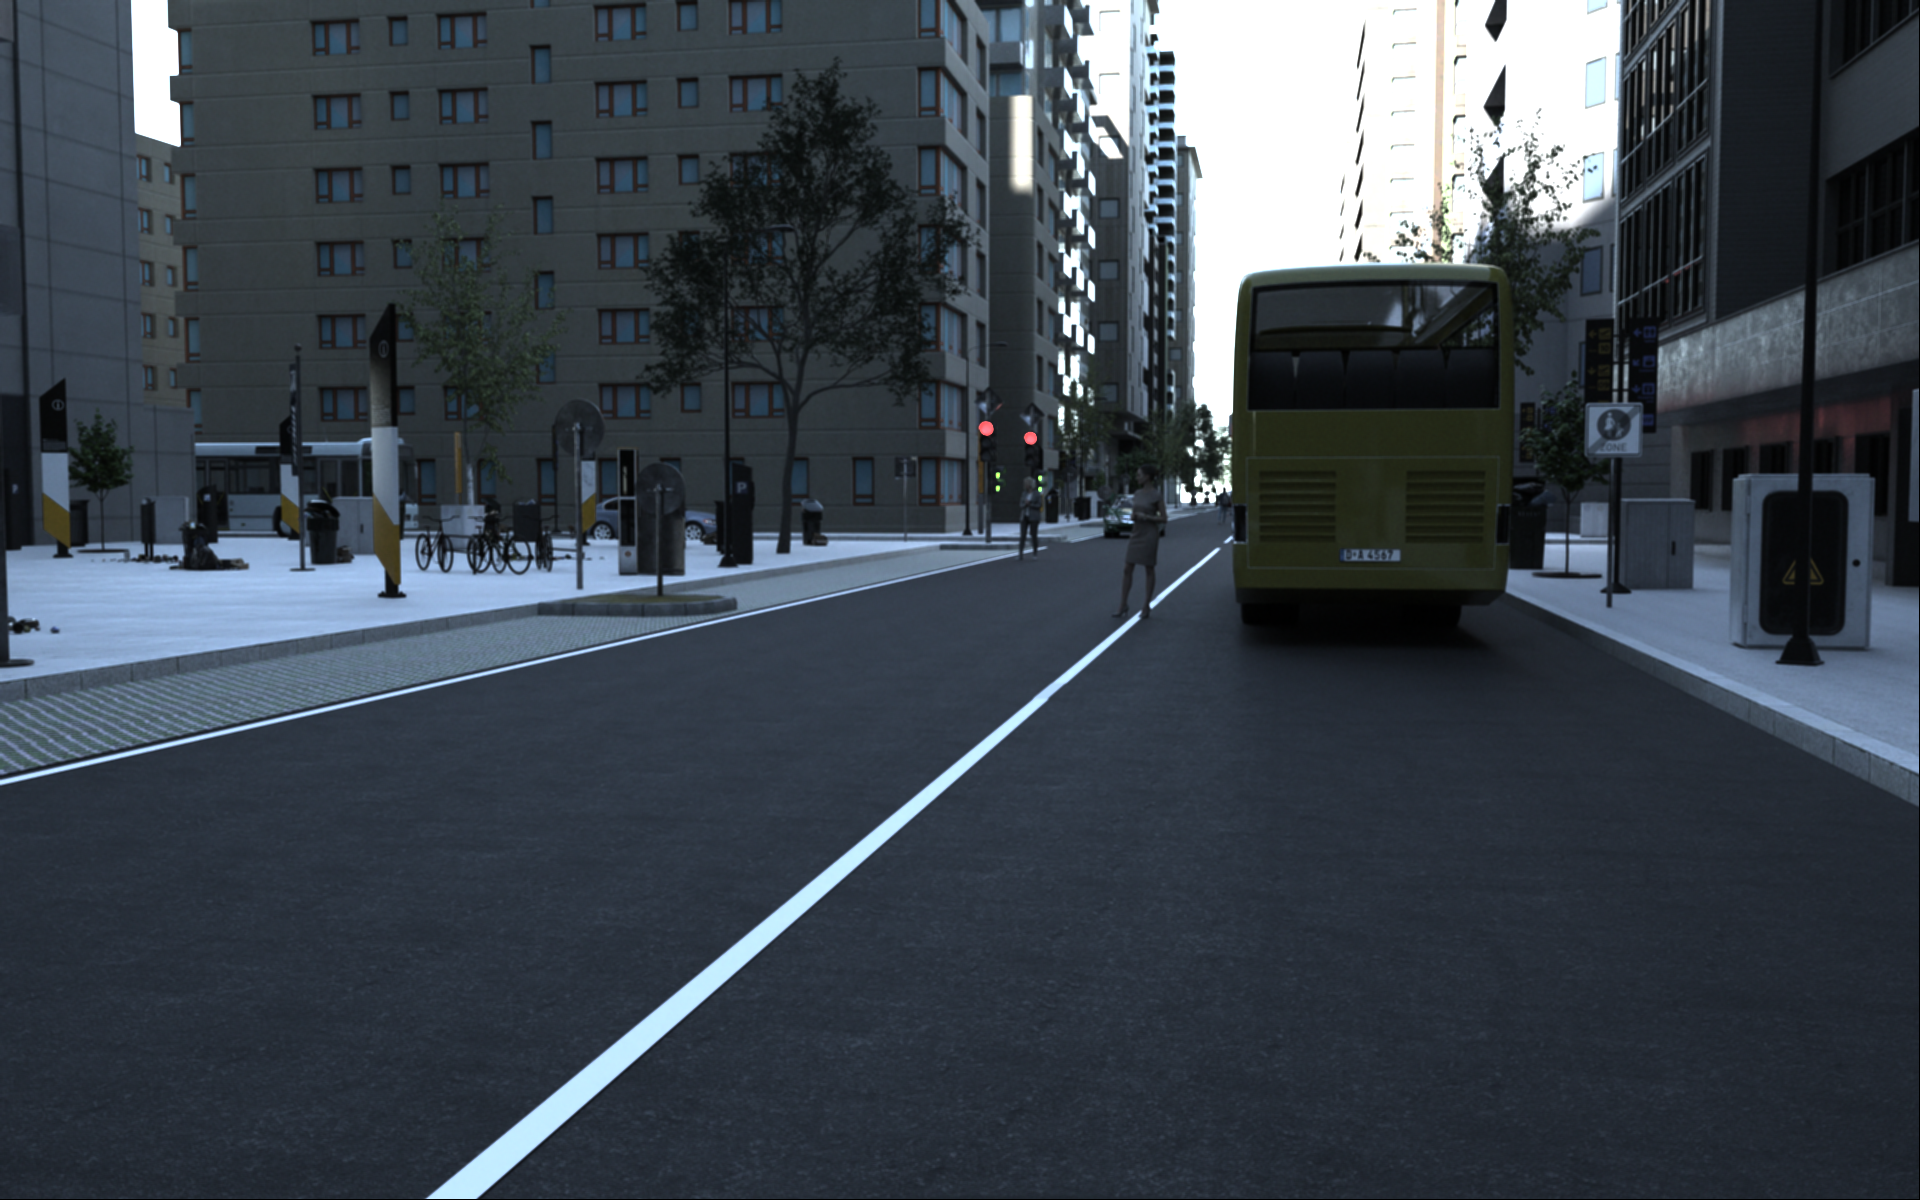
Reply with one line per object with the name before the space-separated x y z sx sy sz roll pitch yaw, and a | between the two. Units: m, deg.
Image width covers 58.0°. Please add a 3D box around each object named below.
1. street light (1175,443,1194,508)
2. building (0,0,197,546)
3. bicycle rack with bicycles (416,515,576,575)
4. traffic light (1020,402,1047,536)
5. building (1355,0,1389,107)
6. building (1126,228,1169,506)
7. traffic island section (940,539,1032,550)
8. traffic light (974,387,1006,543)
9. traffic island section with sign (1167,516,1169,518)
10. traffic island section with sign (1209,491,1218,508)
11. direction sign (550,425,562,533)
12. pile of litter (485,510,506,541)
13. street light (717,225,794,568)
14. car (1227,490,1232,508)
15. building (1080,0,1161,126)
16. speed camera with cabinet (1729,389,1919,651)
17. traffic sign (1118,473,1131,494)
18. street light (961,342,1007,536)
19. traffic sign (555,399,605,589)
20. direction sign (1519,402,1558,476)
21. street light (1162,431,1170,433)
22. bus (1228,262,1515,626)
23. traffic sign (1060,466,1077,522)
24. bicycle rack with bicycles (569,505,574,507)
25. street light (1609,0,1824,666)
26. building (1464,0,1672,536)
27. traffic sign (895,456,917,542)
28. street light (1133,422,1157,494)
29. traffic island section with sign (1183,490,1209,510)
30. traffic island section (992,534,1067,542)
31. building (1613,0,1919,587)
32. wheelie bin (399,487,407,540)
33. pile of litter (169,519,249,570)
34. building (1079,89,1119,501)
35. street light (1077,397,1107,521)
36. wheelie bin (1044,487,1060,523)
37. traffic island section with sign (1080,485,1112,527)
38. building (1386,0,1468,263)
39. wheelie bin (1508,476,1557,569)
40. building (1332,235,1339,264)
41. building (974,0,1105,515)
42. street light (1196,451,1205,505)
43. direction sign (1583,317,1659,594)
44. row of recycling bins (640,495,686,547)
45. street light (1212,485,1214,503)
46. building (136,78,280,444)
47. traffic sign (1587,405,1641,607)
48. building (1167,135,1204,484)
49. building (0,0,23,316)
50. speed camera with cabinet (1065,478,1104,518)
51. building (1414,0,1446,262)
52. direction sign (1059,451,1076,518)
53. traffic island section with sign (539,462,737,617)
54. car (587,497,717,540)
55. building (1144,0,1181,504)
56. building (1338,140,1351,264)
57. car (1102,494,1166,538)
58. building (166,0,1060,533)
street light | 20.282 -11.343 157.994 1.470 5.913 1.316 1 4 11
building | -33.725 -36.747 39.059 20.611 71.187 20.563 1 4 11
bicycle rack with bicycles | -7.506 -0.932 28.625 2.852 0.926 2.925 -2 4 -31
traffic light | 2.223 -3.923 53.061 0.839 4.253 0.868 1 4 11
building | 46.453 -32.481 154.766 21.300 48.544 21.600 1 4 11
building | 14.996 -25.432 187.510 14.160 30.474 14.107 1 4 11
traffic island section | 0.721 -1.411 45.353 2.009 0.180 2.903 1 4 11
traffic light | 0.759 -3.443 45.211 0.839 4.253 0.868 1 4 11
traffic island section with sign | 11.274 -5.704 101.893 1.989 1.847 2.006 1 4 11
traffic island section with sign | 25.432 -10.348 177.814 1.989 1.847 2.006 1 4 11
direction sign | -13.319 -3.978 57.035 0.379 3.537 0.876 0 4 -4
pile of litter | -13.058 -2.053 47.539 1.176 0.858 1.719 -2 4 -32
street light | -3.546 -3.523 30.138 1.470 5.913 1.316 1 4 11
car | 24.357 -8.831 153.052 2.281 1.827 5.304 1 4 9
building | 4.022 -35.370 167.537 28.713 52.752 27.495 1 4 11
speed camera with cabinet | 7.522 -1.219 14.269 2.038 3.252 0.660 1 4 13
traffic sign | 10.058 -6.481 106.070 0.768 2.556 0.104 1 4 19
street light | 0.760 -4.936 53.245 1.470 5.913 1.316 1 4 11
traffic sign | -5.127 -1.417 23.281 0.768 2.556 0.104 1 4 20
direction sign | 14.287 -3.109 42.836 0.876 3.537 0.379 2 4 26
street light | 14.877 -9.537 128.472 1.470 5.913 1.316 1 4 11
bus | 4.758 -1.850 21.796 2.896 3.916 12.252 1 4 9
traffic sign | 4.946 -4.830 79.083 0.768 2.556 0.104 1 4 18
bicycle rack with bicycles | -11.604 -2.665 56.955 2.852 0.926 2.925 0 4 -3
street light | 5.825 -2.476 13.029 1.470 5.913 1.316 1 4 11
building | 32.683 -31.559 57.988 28.212 58.520 21.231 1 4 11
traffic sign | -1.462 -2.716 46.530 0.606 2.300 0.079 1 4 15
street light | 11.854 -8.564 112.568 1.470 5.913 1.316 1 4 11
traffic island section with sign | 20.486 -8.727 151.315 1.989 1.847 2.006 1 4 11
traffic island section | 2.185 -1.891 53.203 2.009 0.180 2.903 1 4 11
building | 18.719 -12.465 22.870 14.314 24.678 30.058 1 4 11
wheelie bin | -15.923 -2.483 48.512 0.693 1.594 0.980 2 4 27
pile of litter | -12.875 -0.960 29.669 1.176 0.858 1.719 -3 4 -36
building | -2.303 -27.546 142.265 32.217 40.220 23.993 1 4 11
street light | 6.380 -6.777 83.337 1.470 5.913 1.316 1 4 11
wheelie bin | 4.075 -4.188 76.377 0.693 1.594 0.980 0 4 4
traffic island section with sign | 6.301 -4.075 75.248 1.989 1.847 2.006 1 4 11
building | 40.858 -27.749 137.289 14.154 41.232 14.086 1 4 11
wheelie bin | 9.720 -1.332 29.680 0.980 1.594 0.693 1 4 9
building | 65.426 -36.028 272.644 14.154 41.232 14.086 1 4 11
building | -3.495 -29.897 108.420 23.786 49.044 30.456 1 4 11
street light | 25.800 -13.134 187.273 1.470 5.913 1.316 1 4 11
direction sign | 8.514 -1.858 22.376 0.876 3.537 0.379 2 4 23
row of recycling bins | -7.318 -2.111 41.634 1.069 1.692 3.534 -1 4 -22
street light | 30.073 -14.537 210.222 1.470 5.913 1.316 1 4 11
building | -53.975 -14.557 83.046 28.899 21.520 27.650 1 4 11
traffic sign | 7.347 -1.064 19.532 0.606 2.300 0.079 1 4 11
building | 21.366 -40.993 259.470 28.713 52.752 27.495 1 4 11
building | -23.956 -23.827 9.180 23.786 49.044 30.456 1 4 11
speed camera with cabinet | 6.647 -5.996 92.368 2.038 3.252 0.660 0 4 7
building | 34.343 -27.612 101.569 14.600 45.320 14.200 1 4 11
direction sign | 5.693 -6.099 91.710 0.876 3.537 0.379 0 4 -4
traffic island section with sign | -3.811 -0.761 21.071 1.989 1.847 2.006 1 4 11
car | -8.861 -2.339 50.250 4.499 1.417 2.014 1 4 12
building | 18.582 -56.010 228.433 22.319 86.520 31.000 1 4 11
building | 60.012 -36.700 223.753 21.300 48.544 21.600 1 4 11
car | 5.890 -2.832 58.099 2.131 1.459 4.920 1 4 10
building | -11.421 -13.911 72.480 27.650 21.520 28.899 1 4 11
